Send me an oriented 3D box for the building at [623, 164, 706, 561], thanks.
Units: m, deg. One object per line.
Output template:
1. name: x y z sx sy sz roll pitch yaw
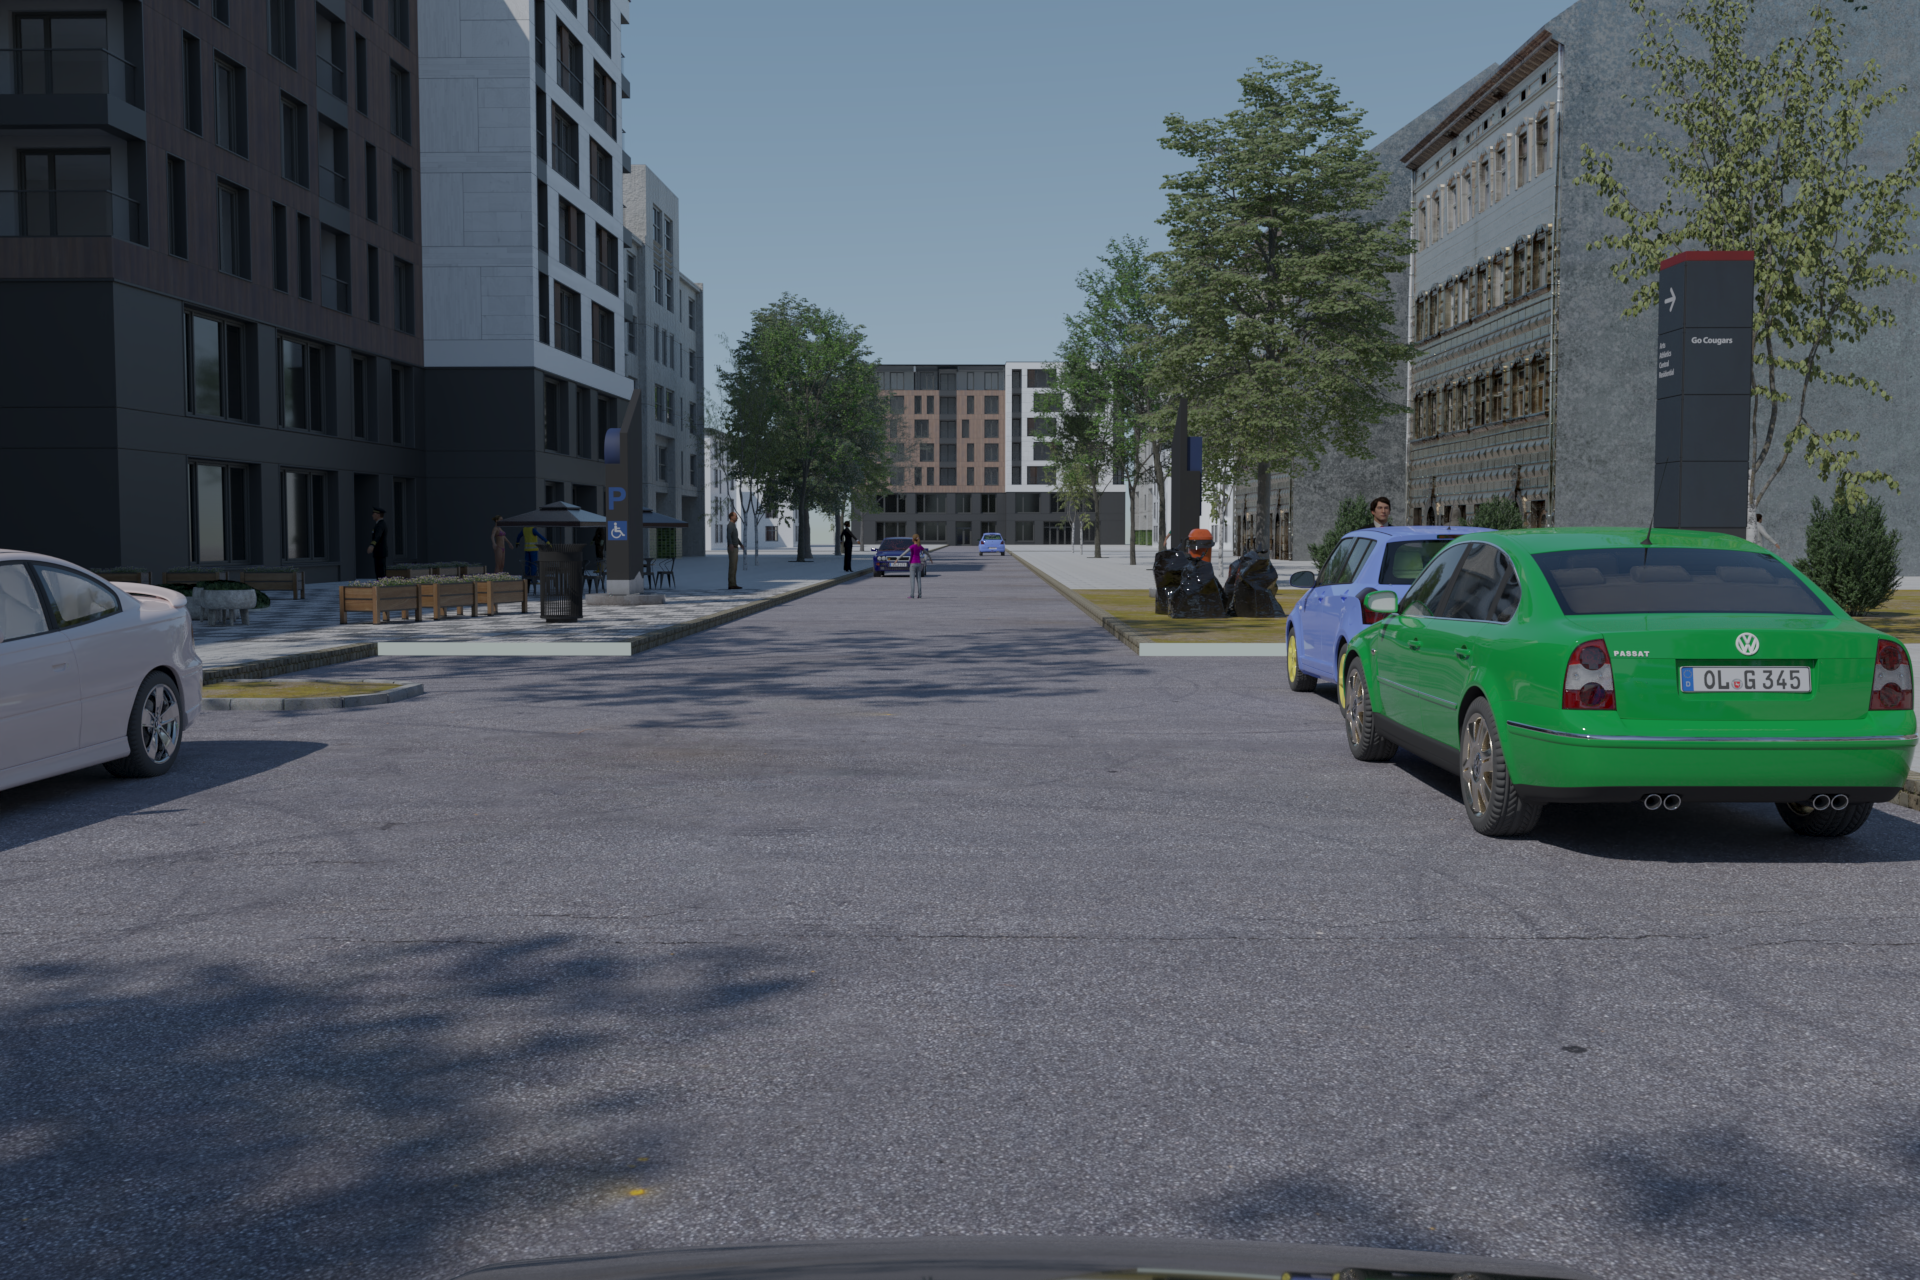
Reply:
1. building: -23.376 -13.270 83.420 16.747 18.905 31.486 0 4 1

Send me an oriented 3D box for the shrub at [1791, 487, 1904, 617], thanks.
1. shrub: 13.869 -1.411 27.115 1.661 2.075 1.752 0 3 0

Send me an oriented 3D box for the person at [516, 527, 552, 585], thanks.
1. person: -10.856 -2.299 44.051 1.216 1.772 0.721 2 4 30

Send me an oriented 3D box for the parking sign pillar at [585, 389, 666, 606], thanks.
1. parking sign pillar: -6.125 -2.639 31.612 1.447 3.967 1.447 0 4 1

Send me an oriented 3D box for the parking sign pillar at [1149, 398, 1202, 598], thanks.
1. parking sign pillar: 4.561 -2.850 35.063 1.447 3.967 1.447 0 4 -1

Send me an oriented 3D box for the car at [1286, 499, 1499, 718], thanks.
1. car: 3.825 -0.310 14.653 1.945 1.707 3.694 0 4 1

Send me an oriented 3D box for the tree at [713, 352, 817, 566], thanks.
1. tree: -8.129 -7.325 70.134 4.737 8.622 4.395 0 3 0

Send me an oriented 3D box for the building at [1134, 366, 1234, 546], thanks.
1. building: 28.974 -19.838 190.807 16.747 18.905 31.486 0 4 0

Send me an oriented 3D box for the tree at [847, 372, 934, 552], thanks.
1. tree: -7.045 -13.202 126.214 12.009 13.543 11.850 0 3 0

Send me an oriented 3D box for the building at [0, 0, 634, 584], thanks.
1. building: -27.006 -12.660 50.967 27.936 21.610 32.646 0 4 2

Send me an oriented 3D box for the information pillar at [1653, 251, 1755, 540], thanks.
1. information pillar: 6.935 -1.641 16.209 0.750 3.857 0.750 0 4 1

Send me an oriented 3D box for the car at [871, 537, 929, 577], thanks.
1. car: -2.024 -2.828 58.817 1.945 1.354 3.894 0 4 0

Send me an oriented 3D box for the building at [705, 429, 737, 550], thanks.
1. building: -23.844 -12.761 150.794 9.099 9.664 28.070 0 4 1

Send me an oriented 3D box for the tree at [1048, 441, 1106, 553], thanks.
1. tree: 7.503 -10.172 116.668 4.360 8.622 3.978 0 3 0

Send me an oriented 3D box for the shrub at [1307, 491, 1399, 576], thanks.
1. shrub: 6.941 -1.578 30.226 1.690 2.028 1.600 0 3 0

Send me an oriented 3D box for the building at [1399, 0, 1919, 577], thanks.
1. building: 27.216 -14.042 60.523 19.493 23.208 18.063 0 4 1

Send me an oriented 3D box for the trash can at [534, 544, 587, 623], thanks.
1. trash can: -5.792 -0.826 25.154 0.748 1.137 0.748 0 3 0

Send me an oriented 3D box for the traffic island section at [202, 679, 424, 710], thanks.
1. traffic island section: -5.817 0.476 15.087 1.991 0.108 1.994 0 4 1

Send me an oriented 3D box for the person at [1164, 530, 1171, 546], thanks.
1. person: 6.895 -2.957 54.481 1.347 1.817 0.704 -2 4 -32

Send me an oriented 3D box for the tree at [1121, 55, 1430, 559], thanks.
1. tree: 7.630 -7.543 41.460 7.486 12.596 7.792 0 3 0

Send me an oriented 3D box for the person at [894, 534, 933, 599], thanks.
1. person: -1.019 -1.638 38.511 0.991 1.433 0.599 -2 4 -32

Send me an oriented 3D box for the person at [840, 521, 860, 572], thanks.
1. person: -3.743 -3.188 58.845 0.721 1.740 1.216 -2 4 -35

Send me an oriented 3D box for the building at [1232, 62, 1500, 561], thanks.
1. building: 24.980 -15.865 90.315 19.493 23.208 18.063 0 4 0

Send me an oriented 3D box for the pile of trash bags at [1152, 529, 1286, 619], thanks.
1. pile of trash bags: 4.044 -1.108 27.872 1.912 1.369 3.447 0 4 -1

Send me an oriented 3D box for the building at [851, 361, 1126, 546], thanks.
1. building: 3.117 -22.691 217.426 32.646 21.610 27.936 0 4 -1

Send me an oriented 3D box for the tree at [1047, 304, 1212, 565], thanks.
1. tree: 6.865 -8.367 71.217 7.601 10.594 8.767 -2 4 -33

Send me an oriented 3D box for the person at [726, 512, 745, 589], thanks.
1. person: -5.248 -2.079 40.266 0.705 1.796 1.348 0 4 4

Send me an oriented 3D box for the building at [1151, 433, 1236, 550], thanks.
1. building: 22.932 -12.991 154.545 9.099 9.664 28.070 0 4 1

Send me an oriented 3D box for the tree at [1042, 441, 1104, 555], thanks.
1. tree: 7.369 -9.605 107.398 4.737 8.622 4.395 0 3 0

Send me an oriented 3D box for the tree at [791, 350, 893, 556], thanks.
1. tree: -7.692 -11.294 102.780 7.486 12.596 7.792 0 3 0

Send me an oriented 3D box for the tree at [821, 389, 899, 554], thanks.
1. tree: -7.773 -11.412 112.339 9.928 11.665 9.643 0 3 0

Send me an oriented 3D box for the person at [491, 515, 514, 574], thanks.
1. person: -11.005 -2.131 41.645 0.721 1.733 1.217 0 4 5

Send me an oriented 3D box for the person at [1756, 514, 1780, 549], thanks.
1. person: 20.436 -2.335 44.357 0.705 1.806 1.347 -1 4 -15

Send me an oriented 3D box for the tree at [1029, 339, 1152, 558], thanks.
1. tree: 7.214 -10.178 92.169 9.928 11.665 9.643 0 3 0

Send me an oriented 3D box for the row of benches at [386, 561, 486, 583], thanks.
1. row of benches: -11.605 -1.396 38.289 1.422 0.672 4.104 0 4 8

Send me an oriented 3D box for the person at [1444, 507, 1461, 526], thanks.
1. person: 9.769 -1.719 34.237 1.348 1.813 0.705 0 4 -1

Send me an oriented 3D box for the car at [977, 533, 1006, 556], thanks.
1. car: 2.104 -6.417 114.511 1.945 1.707 3.694 0 4 0

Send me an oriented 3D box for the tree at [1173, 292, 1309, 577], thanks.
1. tree: 7.949 -6.162 51.107 4.737 8.622 4.395 0 3 0

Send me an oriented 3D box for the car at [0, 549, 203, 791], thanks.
1. car: -5.653 0.211 8.913 2.083 1.381 4.827 0 4 0

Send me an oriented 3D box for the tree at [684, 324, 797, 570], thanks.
1. tree: -7.529 -6.745 60.637 4.360 8.622 3.978 0 3 0

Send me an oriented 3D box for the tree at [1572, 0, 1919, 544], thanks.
1. tree: 9.543 -4.304 20.731 4.737 8.622 4.395 0 3 0

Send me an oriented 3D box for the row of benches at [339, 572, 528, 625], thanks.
1. row of benches: -7.878 -0.669 26.405 1.422 0.672 4.104 1 4 18

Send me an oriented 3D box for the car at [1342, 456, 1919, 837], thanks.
1. car: 3.355 -0.047 9.568 1.959 1.807 4.718 0 4 0

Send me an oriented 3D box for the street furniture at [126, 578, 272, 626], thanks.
1. street furniture: -13.726 -0.695 26.982 5.734 0.657 10.072 -2 4 -24

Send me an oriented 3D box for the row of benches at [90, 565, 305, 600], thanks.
1. row of benches: -14.794 -1.118 33.742 4.104 0.672 1.422 0 4 -7

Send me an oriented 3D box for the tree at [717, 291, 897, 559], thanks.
1. tree: -8.101 -11.254 90.664 9.857 13.997 8.962 0 3 0

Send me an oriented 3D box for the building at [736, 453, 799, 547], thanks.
1. building: -20.351 -14.631 181.367 9.099 9.664 28.070 0 4 1

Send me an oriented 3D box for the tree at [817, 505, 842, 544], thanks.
1. tree: -16.025 -16.293 216.747 4.737 8.622 4.395 0 3 0

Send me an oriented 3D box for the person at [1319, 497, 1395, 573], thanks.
1. person: 4.236 -0.538 17.438 1.347 1.806 0.705 0 4 2

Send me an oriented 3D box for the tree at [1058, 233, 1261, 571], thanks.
1. tree: 7.003 -8.258 60.773 9.928 11.665 9.643 0 3 0

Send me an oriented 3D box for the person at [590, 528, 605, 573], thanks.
1. person: -11.870 -3.103 56.873 0.704 1.812 1.346 -2 4 -27

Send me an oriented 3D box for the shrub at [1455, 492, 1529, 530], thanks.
1. shrub: 9.596 -1.615 30.832 1.690 2.028 1.600 0 3 0

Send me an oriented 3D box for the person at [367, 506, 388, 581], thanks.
1. person: -11.736 -1.775 34.950 0.705 1.837 1.347 -1 4 -10

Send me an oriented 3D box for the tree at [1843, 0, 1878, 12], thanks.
1. tree: 24.228 -10.881 33.794 12.611 20.169 13.585 0 3 0

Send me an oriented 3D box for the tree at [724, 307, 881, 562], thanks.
1. tree: -7.147 -9.368 78.920 9.928 11.665 9.643 0 3 0
